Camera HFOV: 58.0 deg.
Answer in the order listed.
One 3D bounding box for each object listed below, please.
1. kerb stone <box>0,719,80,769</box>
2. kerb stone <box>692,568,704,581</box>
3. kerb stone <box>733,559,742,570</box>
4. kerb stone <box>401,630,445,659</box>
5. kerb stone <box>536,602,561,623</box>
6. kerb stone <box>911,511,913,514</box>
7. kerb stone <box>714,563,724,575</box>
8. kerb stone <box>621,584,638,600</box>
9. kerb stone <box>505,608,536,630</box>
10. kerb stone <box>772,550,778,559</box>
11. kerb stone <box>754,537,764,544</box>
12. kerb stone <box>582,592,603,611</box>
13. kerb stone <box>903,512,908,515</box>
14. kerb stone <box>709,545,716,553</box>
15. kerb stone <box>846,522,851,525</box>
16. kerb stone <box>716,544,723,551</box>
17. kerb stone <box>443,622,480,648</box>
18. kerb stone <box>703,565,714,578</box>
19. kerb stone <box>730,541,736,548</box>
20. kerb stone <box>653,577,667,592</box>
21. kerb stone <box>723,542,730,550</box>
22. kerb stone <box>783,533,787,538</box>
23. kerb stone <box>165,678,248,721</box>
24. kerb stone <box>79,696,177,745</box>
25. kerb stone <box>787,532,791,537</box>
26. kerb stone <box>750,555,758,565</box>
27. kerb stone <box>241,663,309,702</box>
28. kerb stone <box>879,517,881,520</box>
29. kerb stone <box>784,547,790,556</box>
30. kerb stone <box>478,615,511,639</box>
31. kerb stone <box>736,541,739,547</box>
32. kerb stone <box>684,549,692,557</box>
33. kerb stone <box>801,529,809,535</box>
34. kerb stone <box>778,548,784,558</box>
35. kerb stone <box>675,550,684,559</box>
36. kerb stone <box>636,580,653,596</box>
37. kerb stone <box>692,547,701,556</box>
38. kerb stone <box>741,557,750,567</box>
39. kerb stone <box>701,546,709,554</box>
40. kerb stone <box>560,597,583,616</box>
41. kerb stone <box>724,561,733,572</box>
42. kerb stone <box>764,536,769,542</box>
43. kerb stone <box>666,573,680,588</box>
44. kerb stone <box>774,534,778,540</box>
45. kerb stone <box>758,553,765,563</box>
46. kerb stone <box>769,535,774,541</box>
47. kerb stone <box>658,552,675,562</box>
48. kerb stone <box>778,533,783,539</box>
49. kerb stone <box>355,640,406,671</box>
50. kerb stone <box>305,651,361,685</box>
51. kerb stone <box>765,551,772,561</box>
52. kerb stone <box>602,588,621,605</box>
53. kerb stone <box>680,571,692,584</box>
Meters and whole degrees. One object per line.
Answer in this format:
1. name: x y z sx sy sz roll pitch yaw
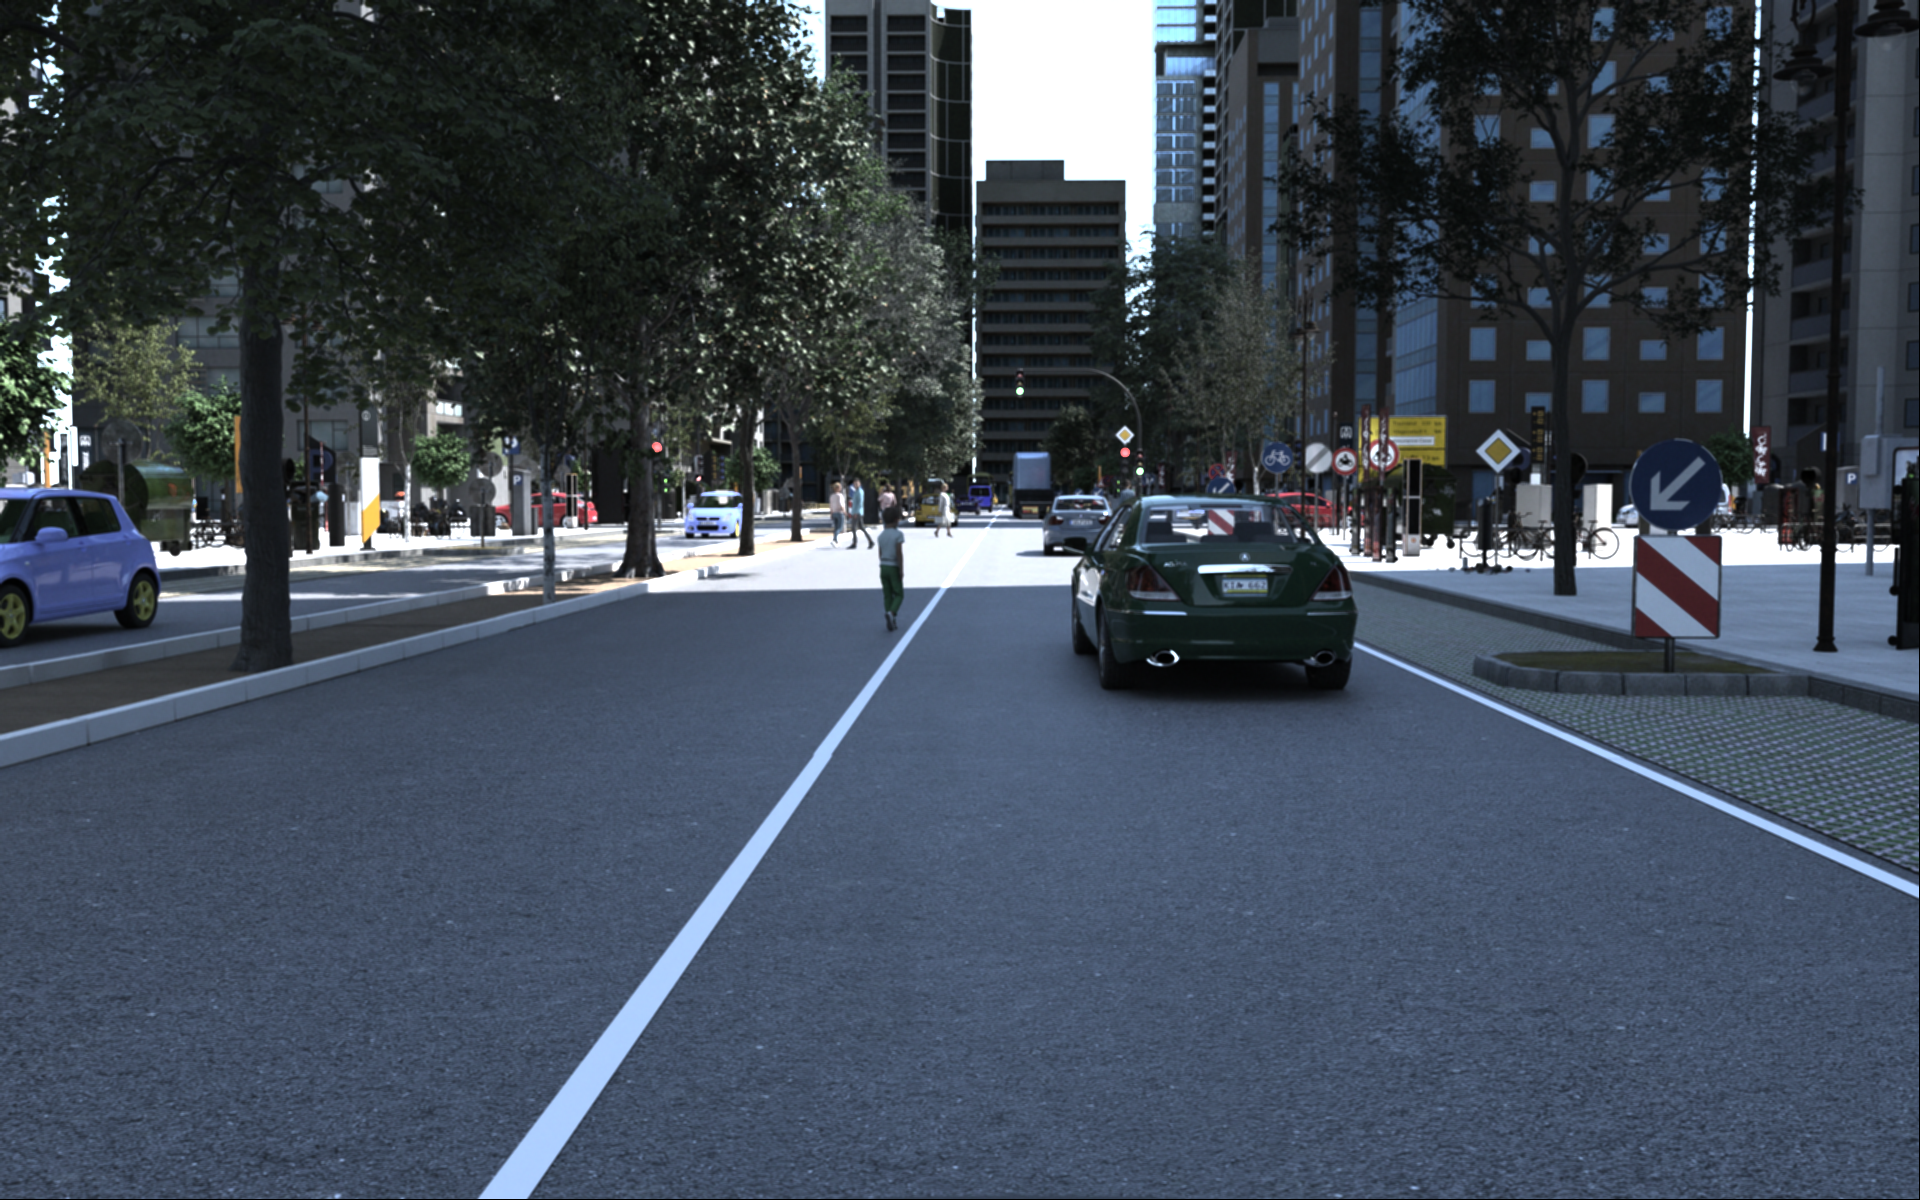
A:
1. kerb stone: -5.047 0.785 9.364 0.120 0.150 1.000 0 4 2
2. kerb stone: -4.465 -0.402 28.864 0.120 0.150 1.000 0 4 2
3. kerb stone: -4.338 -0.657 32.964 0.120 0.150 1.000 0 4 2
4. kerb stone: -4.862 0.408 15.525 0.120 0.150 1.000 0 4 2
5. kerb stone: -4.739 0.157 19.636 0.120 0.150 1.000 0 4 2
6. kerb stone: -3.662 -6.271 124.752 0.120 0.150 1.000 0 4 2
7. kerb stone: -4.398 -0.533 30.917 0.120 0.150 1.000 0 4 2
8. kerb stone: -4.612 -0.090 23.724 0.120 0.150 1.000 0 4 2
9. kerb stone: -4.779 0.220 18.603 0.120 0.150 1.000 0 4 2
10. kerb stone: -4.188 -0.973 38.104 0.120 0.150 1.000 0 4 2
11. kerb stone: -5.913 -1.726 50.438 0.120 0.150 1.000 0 4 2
12. kerb stone: -4.678 0.031 21.681 0.120 0.150 1.000 0 4 2
13. kerb stone: -3.763 -6.079 121.676 0.120 0.150 1.000 0 4 2
14. kerb stone: -6.156 -1.224 42.237 0.120 0.150 1.000 0 4 2
15. kerb stone: -5.033 -3.514 79.656 0.120 0.150 1.000 0 4 2
16. kerb stone: -6.127 -1.284 43.259 0.120 0.150 1.000 0 4 2
17. kerb stone: -4.830 0.345 16.557 0.120 0.150 1.000 0 4 2
18. kerb stone: -4.436 -0.471 29.891 0.120 0.150 1.000 0 4 2
19. kerb stone: -6.064 -1.414 45.311 0.120 0.150 1.000 0 4 2
20. kerb stone: -4.553 -0.218 25.782 0.120 0.150 1.000 0 4 2
21. kerb stone: -6.097 -1.351 44.280 0.120 0.150 1.000 0 4 2
22. kerb stone: -5.750 -2.041 55.563 0.120 0.150 1.000 0 4 2
23. kerb stone: -4.990 0.659 11.419 0.120 0.150 1.000 0 4 2
24. kerb stone: -5.016 0.723 10.397 0.120 0.150 1.000 0 4 2
25. kerb stone: -5.724 -2.103 56.585 0.120 0.150 1.000 0 4 2
26. kerb stone: -4.277 -0.780 35.023 0.120 0.150 1.000 0 4 2
27. kerb stone: -4.956 0.597 12.440 0.120 0.150 1.000 0 4 2
28. kerb stone: -4.439 -4.703 99.145 0.120 0.150 1.000 0 4 2
29. kerb stone: -4.119 -1.099 40.159 0.120 0.150 1.000 0 4 2
30. kerb stone: -4.794 0.284 17.581 0.120 0.150 1.000 0 4 2
31. kerb stone: -6.035 -1.477 46.337 0.120 0.150 1.000 0 4 2
32. kerb stone: -6.258 -1.037 39.156 0.120 0.150 1.000 0 4 2
33. kerb stone: -5.543 -2.478 62.747 0.120 0.150 1.000 0 4 2
34. kerb stone: -4.149 -1.036 39.128 0.120 0.150 1.000 0 4 2
35. kerb stone: -6.284 -0.974 38.119 0.120 0.150 1.000 0 4 2
36. kerb stone: -4.584 -0.156 24.751 0.120 0.150 1.000 0 4 2
37. kerb stone: -6.218 -1.098 40.178 0.120 0.150 1.000 0 4 2
38. kerb stone: -4.312 -0.722 33.999 0.120 0.150 1.000 0 4 2
39. kerb stone: -6.182 -1.163 41.211 0.120 0.150 1.000 0 4 2
40. kerb stone: -4.712 0.094 20.657 0.120 0.150 1.000 0 4 2
41. kerb stone: -4.370 -0.596 31.939 0.120 0.150 1.000 0 4 2
42. kerb stone: -5.880 -1.786 51.461 0.120 0.150 1.000 0 4 2
43. kerb stone: -4.523 -0.281 26.813 0.120 0.150 1.000 0 4 2
44. kerb stone: -5.815 -1.914 53.513 0.120 0.150 1.000 0 4 2
45. kerb stone: -4.242 -0.842 36.045 0.120 0.150 1.000 0 4 2
46. kerb stone: -5.856 -1.853 52.486 0.120 0.150 1.000 0 4 2
47. kerb stone: -6.315 -0.907 37.091 0.120 0.150 1.000 0 4 2
48. kerb stone: -5.787 -1.978 54.540 0.120 0.150 1.000 0 4 2
49. kerb stone: -4.895 0.471 14.495 0.120 0.150 1.000 0 4 2
50. kerb stone: -4.928 0.536 13.462 0.120 0.150 1.000 0 4 2
51. kerb stone: -4.212 -0.910 37.076 0.120 0.150 1.000 0 4 2
52. kerb stone: -4.649 -0.031 22.703 0.120 0.150 1.000 0 4 2
53. kerb stone: -4.493 -0.345 27.835 0.120 0.150 1.000 0 4 2
